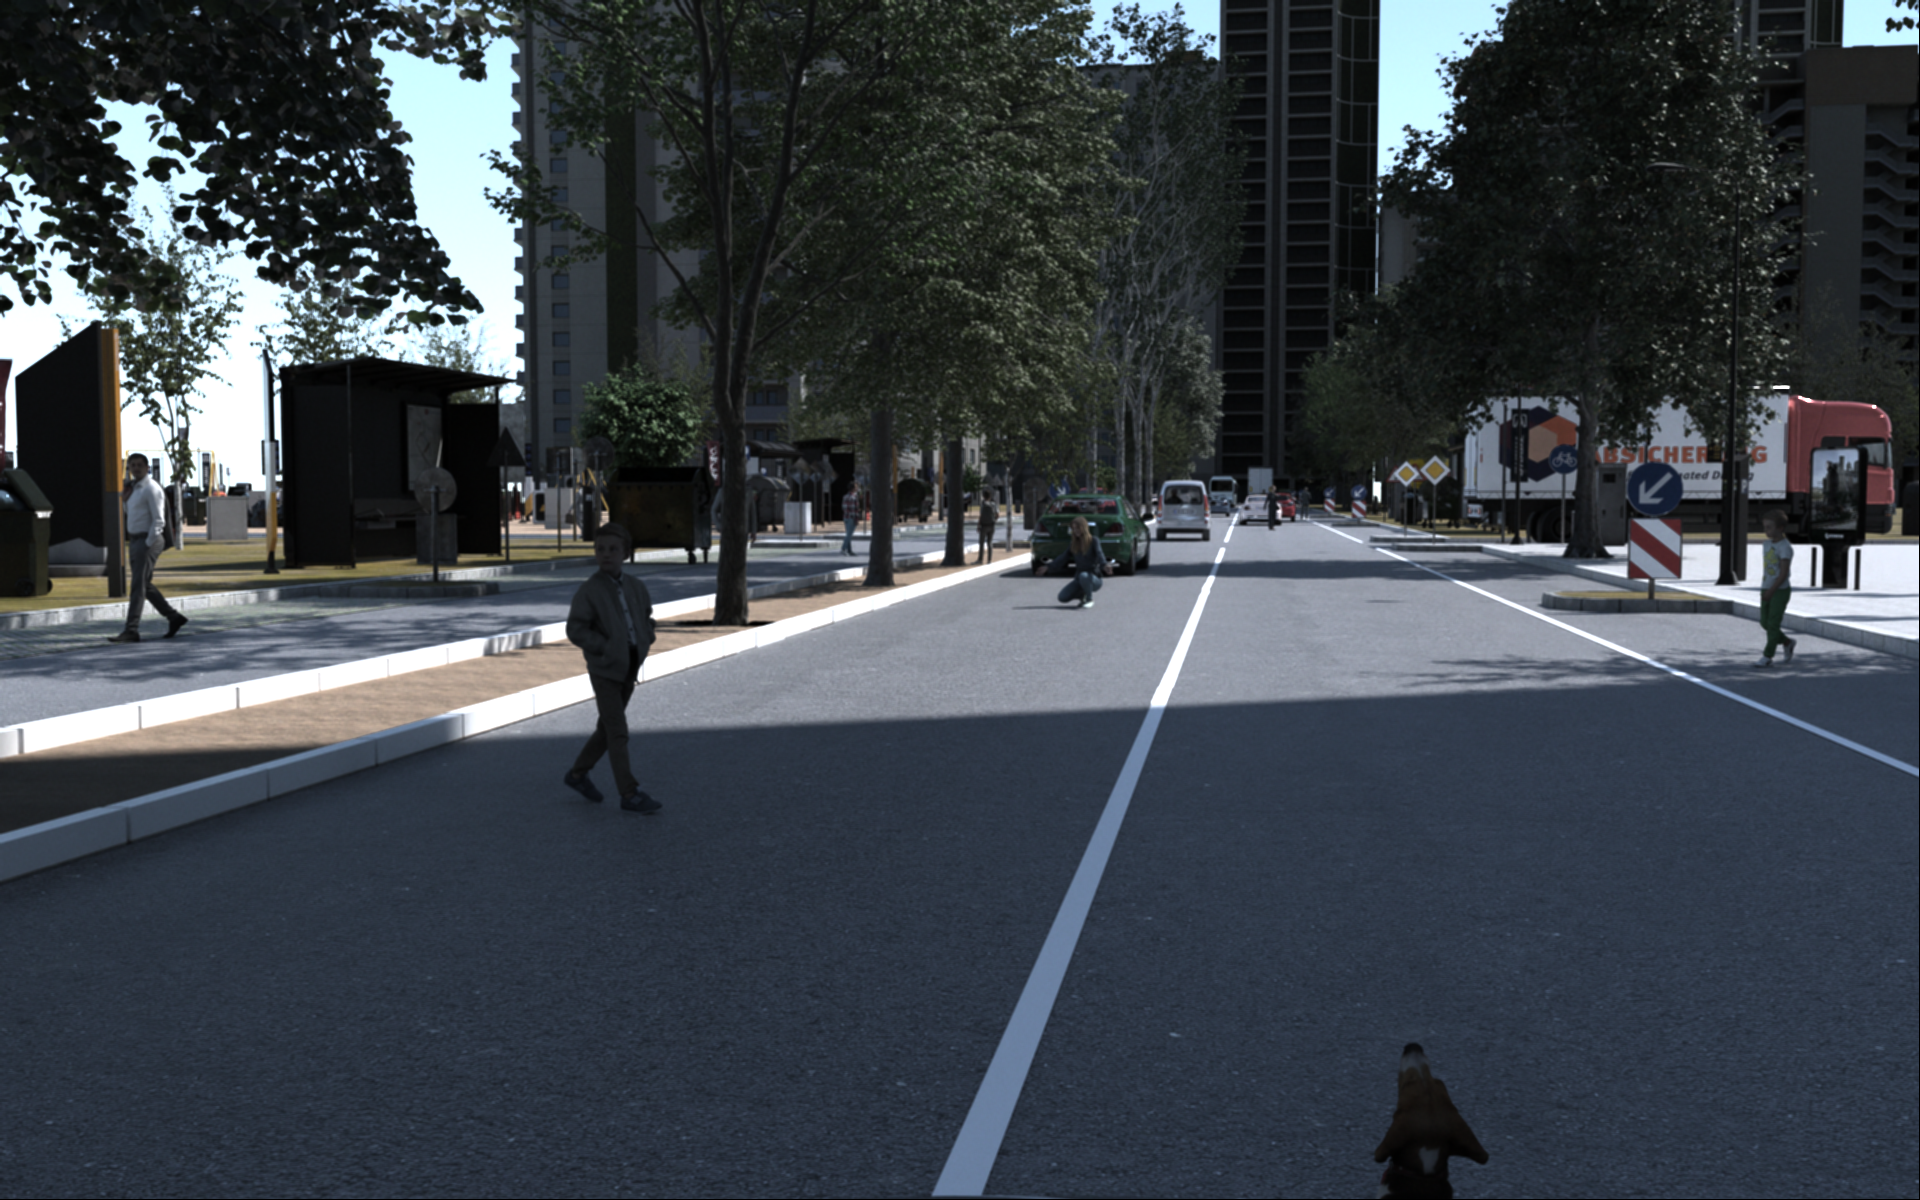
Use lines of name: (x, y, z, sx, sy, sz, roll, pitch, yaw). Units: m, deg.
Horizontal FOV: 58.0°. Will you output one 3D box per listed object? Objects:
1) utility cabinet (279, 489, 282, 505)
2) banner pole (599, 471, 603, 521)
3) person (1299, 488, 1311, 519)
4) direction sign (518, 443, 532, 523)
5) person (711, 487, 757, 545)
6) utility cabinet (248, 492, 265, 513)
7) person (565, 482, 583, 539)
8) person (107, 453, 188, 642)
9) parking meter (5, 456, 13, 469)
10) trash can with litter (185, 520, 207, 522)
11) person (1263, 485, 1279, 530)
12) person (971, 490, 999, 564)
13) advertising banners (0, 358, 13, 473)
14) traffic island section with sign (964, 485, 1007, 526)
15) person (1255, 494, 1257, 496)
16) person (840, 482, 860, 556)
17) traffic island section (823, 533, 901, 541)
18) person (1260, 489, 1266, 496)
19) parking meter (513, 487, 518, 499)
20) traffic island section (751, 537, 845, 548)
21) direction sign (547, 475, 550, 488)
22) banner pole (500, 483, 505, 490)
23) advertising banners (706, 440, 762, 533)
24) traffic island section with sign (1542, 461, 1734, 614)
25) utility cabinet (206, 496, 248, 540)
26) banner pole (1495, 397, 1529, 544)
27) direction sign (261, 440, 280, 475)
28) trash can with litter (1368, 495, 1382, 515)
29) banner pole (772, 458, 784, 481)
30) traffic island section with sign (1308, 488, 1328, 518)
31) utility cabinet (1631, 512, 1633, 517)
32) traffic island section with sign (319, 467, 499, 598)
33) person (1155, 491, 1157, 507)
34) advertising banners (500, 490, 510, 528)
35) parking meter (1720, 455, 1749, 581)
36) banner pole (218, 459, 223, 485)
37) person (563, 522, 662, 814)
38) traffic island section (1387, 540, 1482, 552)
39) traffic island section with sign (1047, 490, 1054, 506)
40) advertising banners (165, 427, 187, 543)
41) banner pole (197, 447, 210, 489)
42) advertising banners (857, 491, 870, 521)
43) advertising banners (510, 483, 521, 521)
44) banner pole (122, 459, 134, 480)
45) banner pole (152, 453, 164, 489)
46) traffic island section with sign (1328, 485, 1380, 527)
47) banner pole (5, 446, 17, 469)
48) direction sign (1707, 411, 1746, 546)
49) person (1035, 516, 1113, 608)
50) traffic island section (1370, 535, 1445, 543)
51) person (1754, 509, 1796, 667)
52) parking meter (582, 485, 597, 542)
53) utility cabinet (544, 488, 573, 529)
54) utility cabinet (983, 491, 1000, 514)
utility cabinet: (-39.194, -5.591, 100.087, 0.318, 1.500, 1.173, -2, 4, -34)
banner pole: (-16.808, -5.572, 81.115, 0.401, 3.779, 0.863, -1, 4, -20)
person: (19.520, -5.463, 97.998, 0.661, 1.801, 0.590, 0, 4, 3)
direction sign: (-19.508, -5.208, 77.145, 0.876, 3.537, 0.379, 0, 4, -2)
person: (-3.192, -0.974, 24.532, 0.635, 1.810, 0.391, -2, 4, -28)
utility cabinet: (-44.231, -6.148, 109.204, 1.173, 1.500, 0.318, -1, 4, -10)
person: (-11.905, -2.793, 54.292, 0.853, 1.813, 0.709, 1, 4, 18)
person: (-7.980, -0.510, 16.941, 0.679, 1.850, 0.850, 3, 4, 37)
parking meter: (-14.195, -1.220, 25.657, 0.399, 1.863, 0.255, 3, 5, 41)
trash can with litter: (-34.954, -4.133, 78.629, 1.678, 1.210, 2.233, 1, 4, 18)
person: (12.382, -3.669, 68.908, 0.576, 1.772, 0.534, -3, 5, -45)
person: (0.522, -1.469, 35.107, 0.523, 1.515, 0.503, 2, 4, 29)
advertising banners: (-13.005, -1.564, 21.762, 2.074, 3.025, 0.090, -3, 5, -40)
traffic island section with sign: (1.289, -4.310, 79.100, 1.989, 1.847, 2.006, 1, 4, 9)
person: (22.374, -7.306, 131.182, 0.991, 1.433, 0.599, 0, 4, -1)
person: (-2.574, -1.894, 40.303, 0.643, 1.720, 0.563, -2, 4, -29)
traffic island section: (-3.034, -1.994, 54.875, 2.009, 0.180, 2.903, 1, 4, 9)
person: (25.359, -8.324, 144.602, 1.348, 1.823, 0.705, 1, 4, 14)
parking meter: (-33.524, -7.640, 130.629, 0.399, 1.863, 0.255, 0, 4, -8)
traffic island section: (-4.333, -1.512, 46.996, 2.009, 0.180, 2.903, 1, 4, 9)
direction sign: (-31.847, -8.687, 134.024, 0.379, 3.537, 0.876, -2, 4, -25)
banner pole: (-32.119, -8.002, 120.850, 0.863, 3.779, 0.401, -2, 4, -35)
advertising banners: (-7.375, -3.690, 56.513, 2.074, 3.025, 0.090, -3, 4, -38)
traffic island section with sign: (8.449, -0.806, 21.804, 1.989, 1.847, 2.006, 1, 4, 9)
utility cabinet: (-20.457, -2.273, 48.332, 1.020, 1.237, 0.306, -3, 5, -39)
banner pole: (14.283, -3.346, 44.727, 0.863, 3.779, 0.401, 0, 4, -2)
direction sign: (-28.655, -4.896, 72.048, 0.876, 3.537, 0.379, 1, 4, 17)
trash can with litter: (24.934, -5.724, 104.648, 1.678, 1.210, 2.233, 2, 4, 25)
banner pole: (-9.533, -6.122, 90.117, 0.863, 3.779, 0.401, 1, 4, 11)
traffic island section with sign: (21.837, -5.774, 103.034, 1.989, 1.847, 2.006, 1, 4, 9)
utility cabinet: (25.635, -3.455, 65.170, 1.173, 1.500, 0.318, 2, 4, 34)
traffic island section with sign: (-7.694, -0.977, 24.607, 1.989, 1.847, 2.006, 1, 4, 9)
person: (21.471, -10.987, 188.872, 1.217, 1.736, 0.721, 0, 4, 6)
advertising banners: (-17.515, -4.256, 65.780, 0.090, 3.025, 2.074, 0, 4, 0)
parking meter: (11.434, -1.215, 25.573, 0.399, 1.863, 0.255, -3, 5, -43)
banner pole: (-53.239, -8.243, 124.786, 0.401, 3.779, 0.863, 0, 4, -4)
person: (-1.582, 0.296, 7.936, 0.640, 1.303, 0.475, 2, 4, 29)
traffic island section: (12.136, -1.346, 44.286, 2.009, 0.180, 2.903, 1, 4, 9)
traffic island section with sign: (5.681, -5.937, 105.696, 1.989, 1.847, 2.006, 1, 4, 9)
advertising banners: (-20.853, -3.033, 45.784, 2.074, 3.025, 0.090, 3, 5, 43)
banner pole: (-40.311, -6.256, 92.305, 0.401, 3.779, 0.863, 3, 5, 40)
advertising banners: (-4.425, -5.282, 82.545, 0.090, 3.025, 2.074, 1, 4, 22)
advertising banners: (-21.597, -5.311, 83.024, 0.090, 3.025, 2.074, -3, 5, -39)
banner pole: (-52.056, -7.250, 108.557, 0.863, 3.779, 0.401, 0, 4, -3)
banner pole: (-48.791, -7.065, 105.528, 0.863, 3.779, 0.401, -1, 4, -9)
traffic island section with sign: (17.448, -4.147, 76.437, 1.989, 1.847, 2.006, 1, 4, 9)
banner pole: (-48.845, -6.075, 89.348, 0.863, 3.779, 0.401, -3, 5, -40)
direction sign: (18.999, -3.118, 42.981, 0.876, 3.537, 0.379, 1, 4, 20)
person: (1.569, -0.478, 21.815, 1.012, 1.151, 0.738, 3, 5, 39)
traffic island section: (13.435, -1.828, 52.166, 2.009, 0.180, 2.903, 1, 4, 9)
person: (6.830, -0.105, 14.461, 0.590, 1.304, 0.306, -2, 4, -32)
parking meter: (-10.005, -2.347, 46.778, 0.372, 1.533, 0.369, 0, 3, 0)
utility cabinet: (-14.477, -3.306, 62.732, 1.173, 1.500, 0.318, 2, 4, 26)
utility cabinet: (2.061, -6.362, 112.695, 1.173, 1.500, 0.318, 3, 5, 44)
